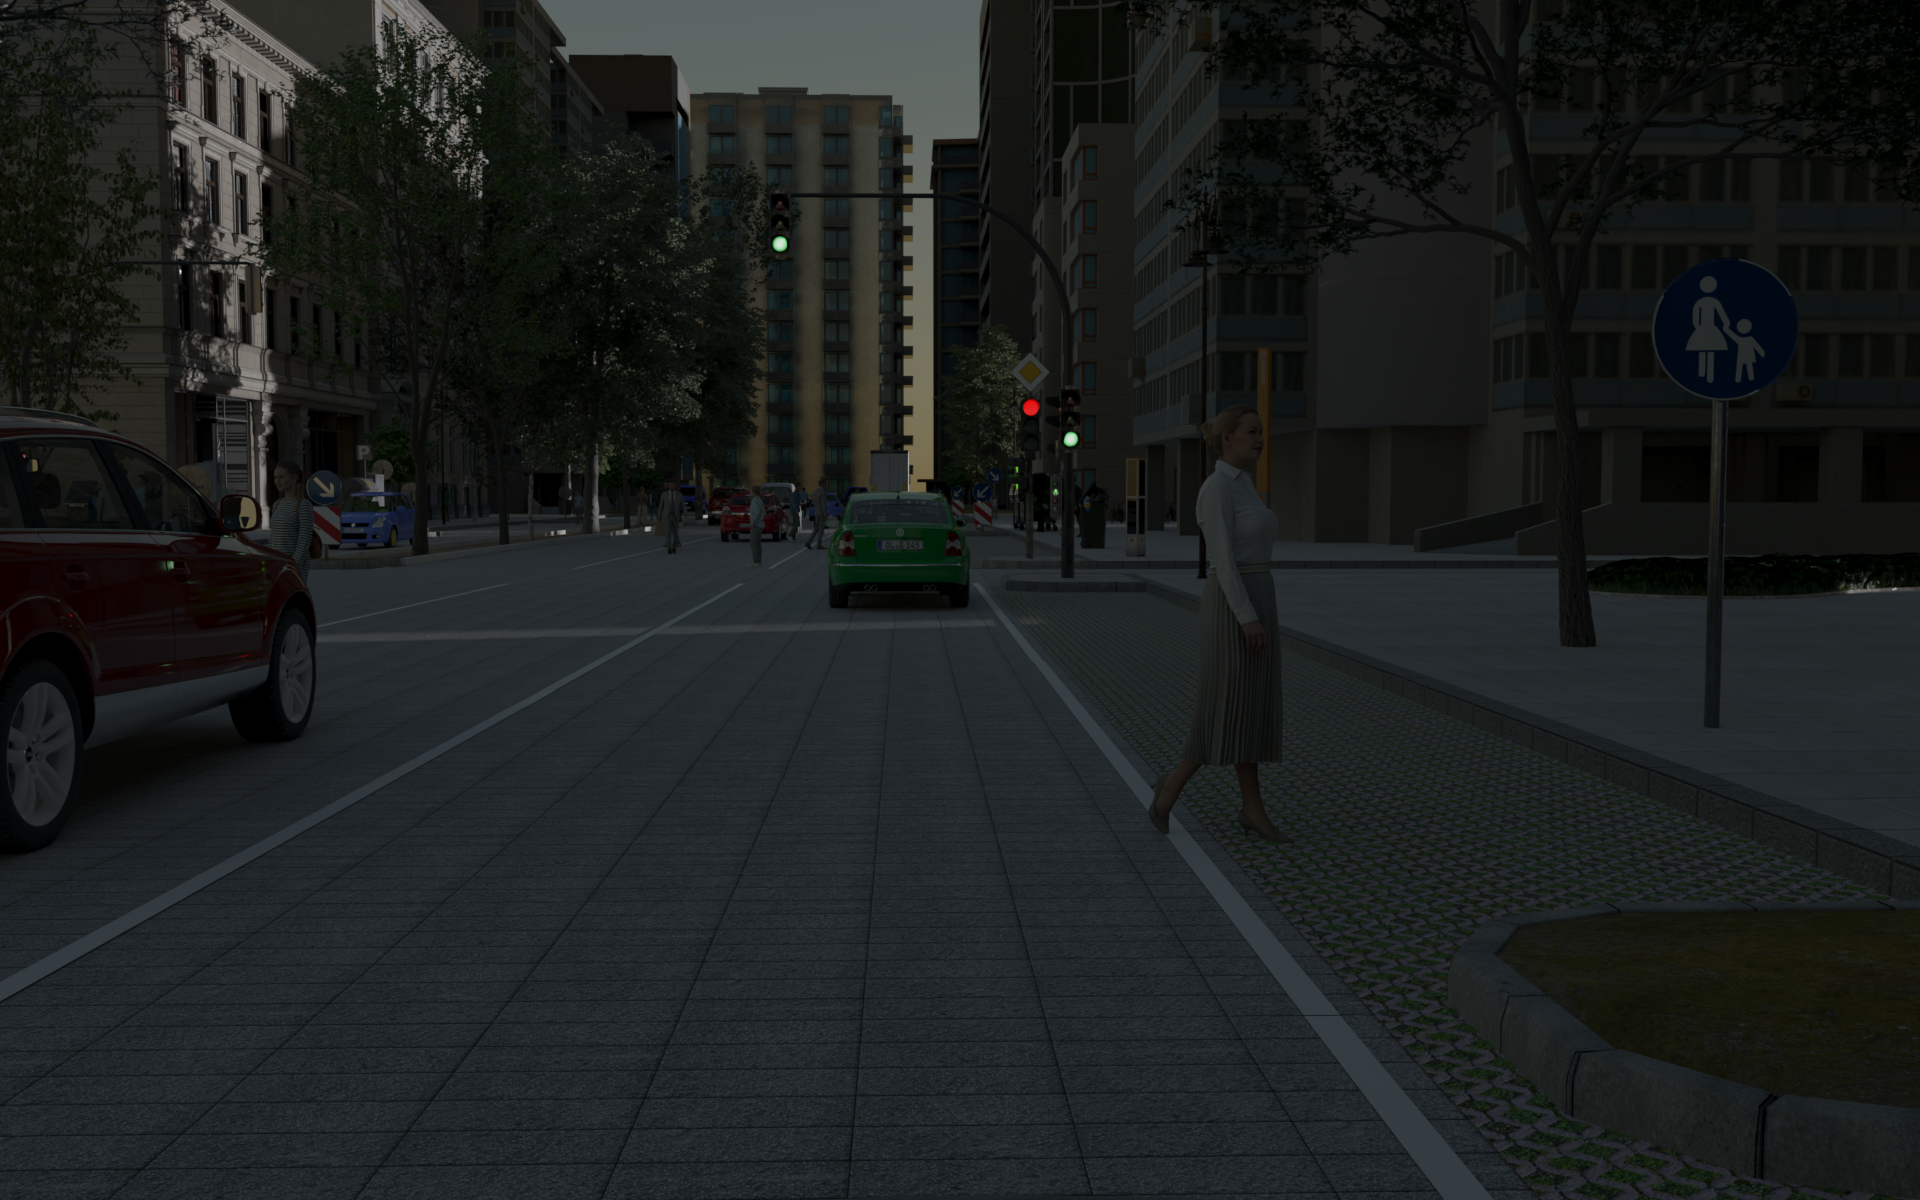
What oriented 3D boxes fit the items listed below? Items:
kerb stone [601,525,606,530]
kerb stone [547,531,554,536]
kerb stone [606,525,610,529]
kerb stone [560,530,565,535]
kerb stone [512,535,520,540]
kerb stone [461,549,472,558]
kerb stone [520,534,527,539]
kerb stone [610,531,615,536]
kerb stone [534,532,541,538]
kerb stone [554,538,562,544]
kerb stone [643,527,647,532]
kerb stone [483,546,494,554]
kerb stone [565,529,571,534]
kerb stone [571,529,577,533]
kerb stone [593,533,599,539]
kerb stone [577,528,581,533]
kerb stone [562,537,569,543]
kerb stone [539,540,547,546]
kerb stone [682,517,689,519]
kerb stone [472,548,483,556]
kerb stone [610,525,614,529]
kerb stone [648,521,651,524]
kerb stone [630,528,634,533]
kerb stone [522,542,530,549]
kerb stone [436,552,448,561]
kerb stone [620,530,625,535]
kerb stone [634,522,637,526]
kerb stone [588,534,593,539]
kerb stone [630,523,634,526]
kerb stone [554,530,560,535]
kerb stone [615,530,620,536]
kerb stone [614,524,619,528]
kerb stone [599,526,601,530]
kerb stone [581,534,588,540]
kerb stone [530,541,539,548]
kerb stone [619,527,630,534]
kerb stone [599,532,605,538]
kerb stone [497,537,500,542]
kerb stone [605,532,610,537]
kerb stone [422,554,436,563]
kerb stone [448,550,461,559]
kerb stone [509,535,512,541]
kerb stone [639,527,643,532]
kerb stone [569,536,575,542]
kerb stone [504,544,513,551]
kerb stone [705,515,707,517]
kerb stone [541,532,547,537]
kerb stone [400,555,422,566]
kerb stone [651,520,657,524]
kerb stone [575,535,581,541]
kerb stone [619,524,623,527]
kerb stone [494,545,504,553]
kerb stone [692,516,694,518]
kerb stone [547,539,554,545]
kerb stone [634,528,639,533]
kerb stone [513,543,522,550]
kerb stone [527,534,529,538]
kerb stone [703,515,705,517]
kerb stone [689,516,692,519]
[{"bbox_3d":[-14.342,-2.857,68.924,0.120,0.150,1.000,0,4,-2],"label":"kerb stone"},{"bbox_3d":[-14.023,-2.231,58.694,0.120,0.150,1.000,0,4,-2],"label":"kerb stone"},{"bbox_3d":[-14.373,-2.917,69.946,0.120,0.150,1.000,0,4,-2],"label":"kerb stone"},{"bbox_3d":[-14.087,-2.355,60.738,0.120,0.150,1.000,0,4,-2],"label":"kerb stone"},{"bbox_3d":[-13.852,-1.918,53.556,0.120,0.150,1.000,0,4,-2],"label":"kerb stone"},{"bbox_3d":[-11.309,-1.042,39.267,0.120,0.150,1.000,0,4,-2],"label":"kerb stone"},{"bbox_3d":[-13.889,-1.981,54.580,0.120,0.150,1.000,0,4,-2],"label":"kerb stone"},{"bbox_3d":[-11.923,-2.232,58.722,0.120,0.150,1.000,0,4,-2],"label":"kerb stone"},{"bbox_3d":[-13.956,-2.106,56.632,0.120,0.150,1.000,0,4,-2],"label":"kerb stone"},{"bbox_3d":[-11.626,-1.671,49.521,0.120,0.150,1.000,0,4,-2],"label":"kerb stone"},{"bbox_3d":[-12.143,-2.670,65.887,0.120,0.150,1.000,0,4,-2],"label":"kerb stone"},{"bbox_3d":[-11.368,-1.170,41.318,0.120,0.150,1.000,0,4,-2],"label":"kerb stone"},{"bbox_3d":[-14.126,-2.416,61.764,0.120,0.150,1.000,0,4,-2],"label":"kerb stone"},{"bbox_3d":[-14.147,-2.483,62.788,0.120,0.150,1.000,0,4,-2],"label":"kerb stone"},{"bbox_3d":[-11.823,-2.046,55.654,0.120,0.150,1.000,0,4,-2],"label":"kerb stone"},{"bbox_3d":[-14.182,-2.541,63.810,0.120,0.150,1.000,0,4,-2],"label":"kerb stone"},{"bbox_3d":[-11.657,-1.731,50.543,0.120,0.150,1.000,0,4,-2],"label":"kerb stone"},{"bbox_3d":[-11.560,-1.546,47.474,0.120,0.150,1.000,0,4,-2],"label":"kerb stone"},{"bbox_3d":[-15.196,-4.488,95.579,0.120,0.150,1.000,0,4,-2],"label":"kerb stone"},{"bbox_3d":[-11.342,-1.106,40.296,0.120,0.150,1.000,0,4,-2],"label":"kerb stone"},{"bbox_3d":[-14.415,-2.983,70.972,0.120,0.150,1.000,0,4,-2],"label":"kerb stone"},{"bbox_3d":[-14.735,-3.610,81.214,0.120,0.150,1.000,0,4,-2],"label":"kerb stone"},{"bbox_3d":[-12.053,-2.483,62.811,0.120,0.150,1.000,0,4,-2],"label":"kerb stone"},{"bbox_3d":[-11.504,-1.421,45.426,0.120,0.150,1.000,0,4,-2],"label":"kerb stone"},{"bbox_3d":[-11.240,-0.912,37.216,0.120,0.150,1.000,0,4,-2],"label":"kerb stone"},{"bbox_3d":[-11.985,-2.354,60.768,0.120,0.150,1.000,0,4,-2],"label":"kerb stone"},{"bbox_3d":[-14.627,-3.421,78.133,0.120,0.150,1.000,0,4,-2],"label":"kerb stone"},{"bbox_3d":[-11.796,-1.984,54.631,0.120,0.150,1.000,0,4,-2],"label":"kerb stone"},{"bbox_3d":[-14.573,-3.295,76.087,0.120,0.150,1.000,0,4,-2],"label":"kerb stone"},{"bbox_3d":[-14.048,-2.295,59.716,0.120,0.150,1.000,0,4,-2],"label":"kerb stone"},{"bbox_3d":[-11.953,-2.292,59.744,0.120,0.150,1.000,0,4,-2],"label":"kerb stone"},{"bbox_3d":[-14.434,-3.044,71.997,0.120,0.150,1.000,0,4,-2],"label":"kerb stone"},{"bbox_3d":[-14.314,-2.788,67.899,0.120,0.150,1.000,0,4,-2],"label":"kerb stone"},{"bbox_3d":[-11.757,-1.921,53.608,0.120,0.150,1.000,0,4,-2],"label":"kerb stone"},{"bbox_3d":[-11.528,-1.483,46.450,0.120,0.150,1.000,0,4,-2],"label":"kerb stone"},{"bbox_3d":[-12.016,-2.422,61.789,0.120,0.150,1.000,0,4,-2],"label":"kerb stone"},{"bbox_3d":[-11.859,-2.108,56.676,0.120,0.150,1.000,0,4,-2],"label":"kerb stone"},{"bbox_3d":[-13.796,-1.791,51.512,0.120,0.150,1.000,0,4,-2],"label":"kerb stone"},{"bbox_3d":[-11.886,-2.172,57.701,0.120,0.150,1.000,0,4,-2],"label":"kerb stone"},{"bbox_3d":[-11.204,-0.856,36.194,0.120,0.150,1.000,0,4,-2],"label":"kerb stone"},{"bbox_3d":[-11.272,-0.978,38.246,0.120,0.150,1.000,0,4,-2],"label":"kerb stone"},{"bbox_3d":[-13.830,-1.854,52.534,0.120,0.150,1.000,0,4,-2],"label":"kerb stone"},{"bbox_3d":[-12.114,-2.610,64.864,0.120,0.150,1.000,0,4,-2],"label":"kerb stone"},{"bbox_3d":[-11.695,-1.794,51.564,0.120,0.150,1.000,0,4,-2],"label":"kerb stone"},{"bbox_3d":[-11.440,-1.295,43.369,0.120,0.150,1.000,0,4,-2],"label":"kerb stone"},{"bbox_3d":[-15.453,-4.990,103.775,0.120,0.150,1.000,0,4,-2],"label":"kerb stone"},{"bbox_3d":[-13.991,-2.170,57.668,0.120,0.150,1.000,0,4,-2],"label":"kerb stone"},{"bbox_3d":[-11.170,-0.792,35.173,0.120,0.150,1.000,0,4,-2],"label":"kerb stone"},{"bbox_3d":[-14.803,-3.735,83.273,0.120,0.150,1.000,0,4,-2],"label":"kerb stone"},{"bbox_3d":[-11.725,-1.857,52.586,0.120,0.150,1.000,0,4,-2],"label":"kerb stone"},{"bbox_3d":[-14.478,-3.108,73.019,0.120,0.150,1.000,0,4,-2],"label":"kerb stone"},{"bbox_3d":[-11.395,-1.233,42.347,0.120,0.150,1.000,0,4,-2],"label":"kerb stone"},{"bbox_3d":[-15.253,-4.614,97.628,0.120,0.150,1.000,0,4,-2],"label":"kerb stone"},{"bbox_3d":[-11.599,-1.609,48.495,0.120,0.150,1.000,0,4,-2],"label":"kerb stone"},{"bbox_3d":[-12.077,-2.547,63.836,0.120,0.150,1.000,0,4,-2],"label":"kerb stone"},{"bbox_3d":[-11.467,-1.354,44.399,0.120,0.150,1.000,0,4,-2],"label":"kerb stone"},{"bbox_3d":[-13.923,-2.041,55.602,0.120,0.150,1.000,0,4,-2],"label":"kerb stone"},{"bbox_3d":[-15.420,-4.927,102.750,0.120,0.150,1.000,0,4,-2],"label":"kerb stone"},{"bbox_3d":[-15.221,-4.551,96.601,0.120,0.150,1.000,0,4,-2],"label":"kerb stone"}]
